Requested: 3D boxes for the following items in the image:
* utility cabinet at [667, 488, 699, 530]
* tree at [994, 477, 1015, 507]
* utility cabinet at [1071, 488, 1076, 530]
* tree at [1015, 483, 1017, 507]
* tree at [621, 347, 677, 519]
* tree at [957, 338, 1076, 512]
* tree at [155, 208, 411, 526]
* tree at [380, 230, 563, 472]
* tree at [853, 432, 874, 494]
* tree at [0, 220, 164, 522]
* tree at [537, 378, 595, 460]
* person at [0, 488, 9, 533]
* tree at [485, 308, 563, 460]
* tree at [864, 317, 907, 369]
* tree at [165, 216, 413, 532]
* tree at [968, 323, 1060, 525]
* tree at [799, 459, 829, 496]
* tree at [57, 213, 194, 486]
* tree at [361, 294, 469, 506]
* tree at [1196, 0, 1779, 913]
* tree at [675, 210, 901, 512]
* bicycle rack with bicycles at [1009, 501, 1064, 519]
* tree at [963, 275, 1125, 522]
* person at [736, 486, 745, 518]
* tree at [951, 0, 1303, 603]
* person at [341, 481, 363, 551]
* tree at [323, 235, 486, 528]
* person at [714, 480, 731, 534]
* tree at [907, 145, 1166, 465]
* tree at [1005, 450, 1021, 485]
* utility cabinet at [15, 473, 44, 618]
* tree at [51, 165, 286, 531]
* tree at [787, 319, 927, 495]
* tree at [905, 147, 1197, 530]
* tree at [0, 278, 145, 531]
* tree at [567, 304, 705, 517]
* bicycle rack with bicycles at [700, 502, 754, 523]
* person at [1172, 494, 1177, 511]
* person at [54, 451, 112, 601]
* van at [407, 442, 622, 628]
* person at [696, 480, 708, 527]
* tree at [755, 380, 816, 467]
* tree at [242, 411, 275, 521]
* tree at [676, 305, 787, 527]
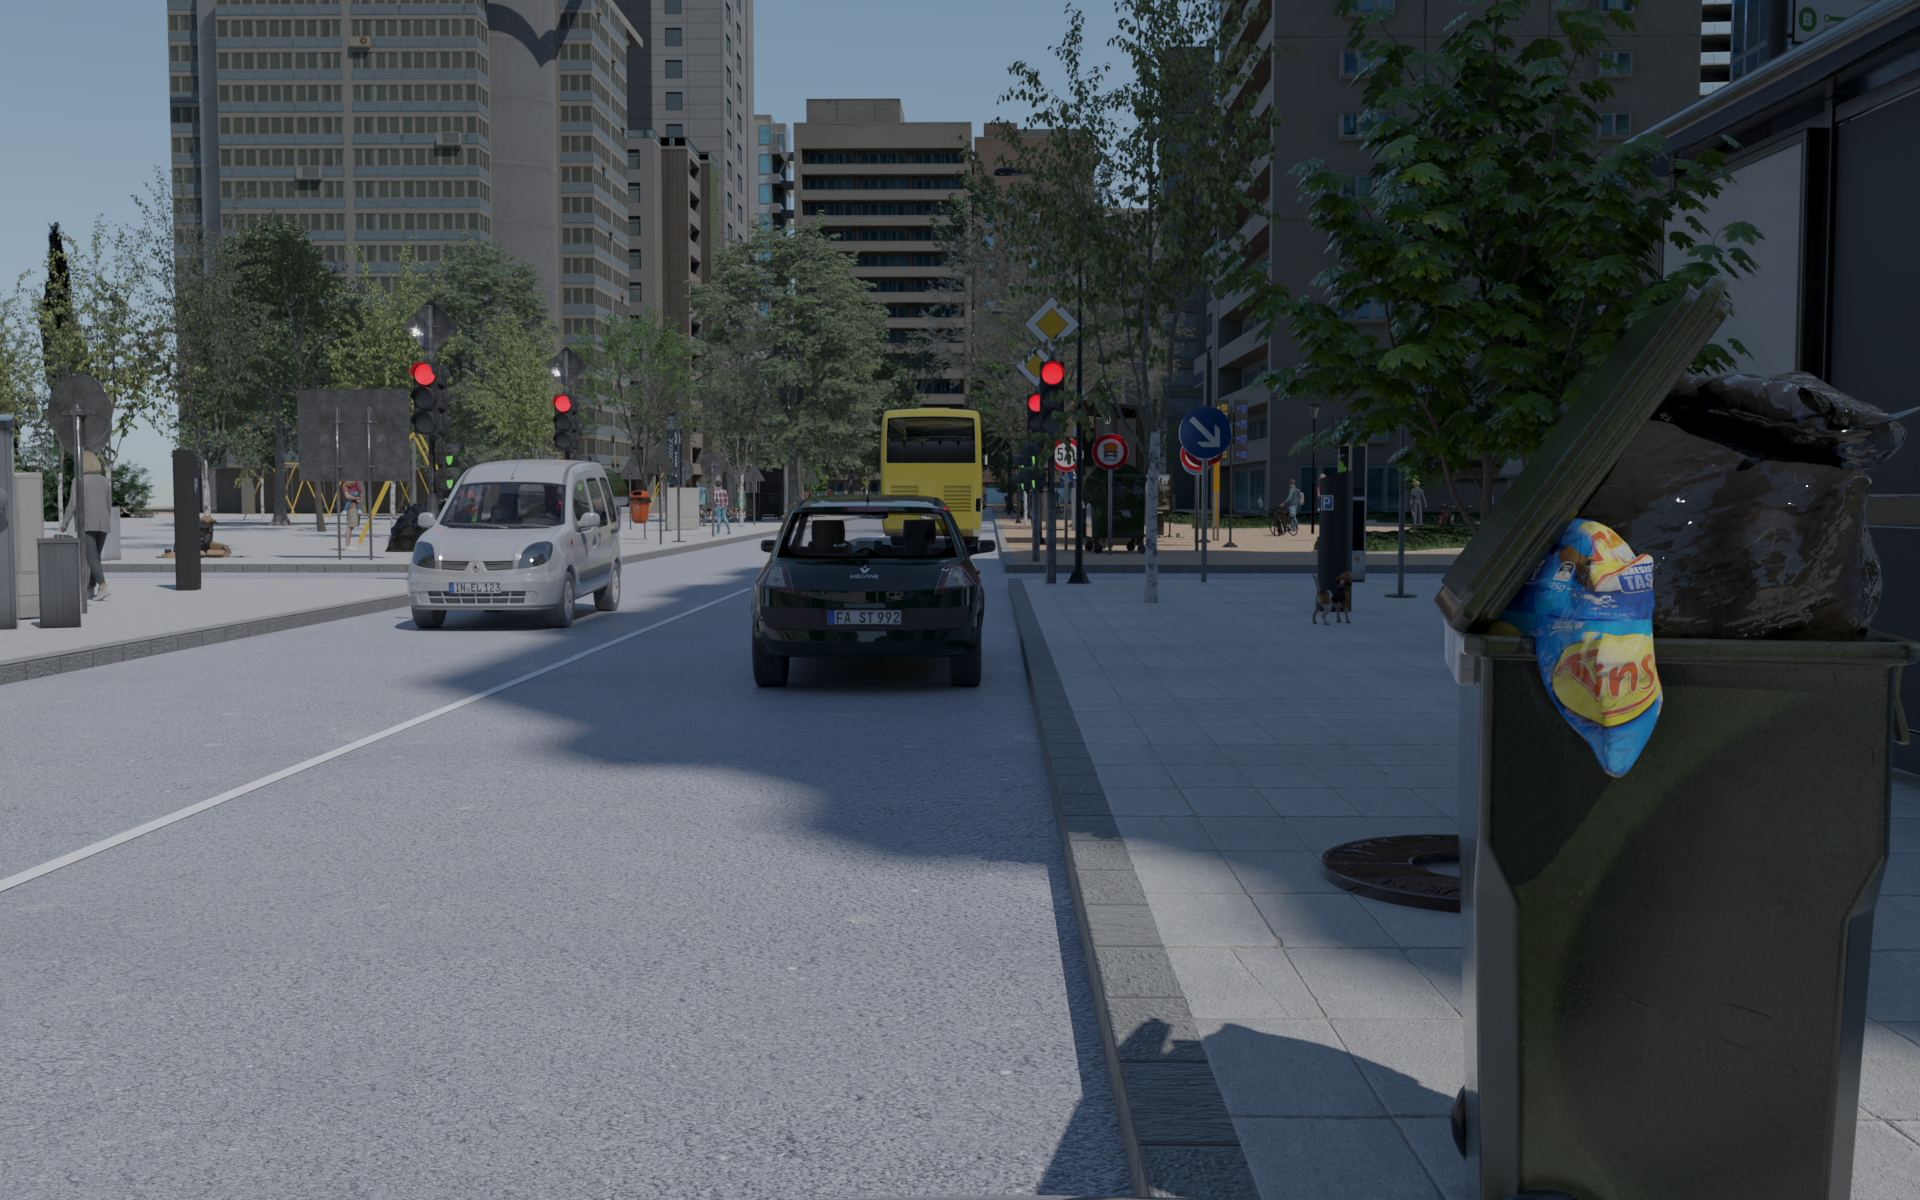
[{"bbox_3d":[-9.880,-3.234,61.559,1.173,1.500,0.318,-2,4,-25],"label":"utility cabinet"},{"bbox_3d":[4.177,-10.652,168.753,1.663,3.219,1.824,0,3,0],"label":"tree"},{"bbox_3d":[4.434,-3.168,60.473,1.173,1.500,0.318,-2,4,-35],"label":"utility cabinet"},{"bbox_3d":[5.342,-11.022,174.808,1.663,3.219,1.824,0,3,0],"label":"tree"},{"bbox_3d":[-14.918,-8.395,87.617,4.360,8.622,3.978,0,3,0],"label":"tree"},{"bbox_3d":[3.550,-12.501,121.392,9.611,12.733,9.660,0,3,0],"label":"tree"},{"bbox_3d":[-27.485,-9.351,69.900,9.611,12.733,9.660,0,3,0],"label":"tree"},{"bbox_3d":[-24.076,-10.941,85.534,9.857,13.997,8.962,0,3,0],"label":"tree"},{"bbox_3d":[-7.046,-10.769,126.429,4.737,8.622,4.395,0,3,0],"label":"tree"},{"bbox_3d":[-46.895,-11.242,85.633,13.155,14.587,18.604,-2,4,-23],"label":"tree"},{"bbox_3d":[-23.814,-9.414,104.281,4.360,8.622,3.978,0,3,0],"label":"tree"},{"bbox_3d":[-6.099,-0.112,10.515,0.592,1.802,0.473,-2,4,-26],"label":"person"},{"bbox_3d":[-17.230,-7.201,68.103,4.737,8.622,4.395,0,3,0],"label":"tree"},{"bbox_3d":[-7.532,-20.096,184.462,12.611,20.169,13.585,0,3,0],"label":"tree"},{"bbox_3d":[-22.016,-7.600,58.673,7.601,10.594,8.767,1,4,18],"label":"tree"},{"bbox_3d":[2.492,-7.399,71.331,4.360,8.622,3.978,0,3,0],"label":"tree"},{"bbox_3d":[-7.939,-6.235,96.543,1.663,3.219,1.824,0,3,0],"label":"tree"},{"bbox_3d":[-22.723,-5.880,46.493,4.737,8.622,4.395,0,3,0],"label":"tree"},{"bbox_3d":[-31.730,-11.042,98.668,7.486,12.596,7.792,0,3,0],"label":"tree"},{"bbox_3d":[1.597,-0.676,5.648,1.663,3.219,1.824,0,3,0],"label":"tree"},{"bbox_3d":[-7.547,-10.414,76.930,9.857,13.997,8.962,0,3,0],"label":"tree"},{"bbox_3d":[4.426,-4.773,91.419,2.925,0.926,2.852,2,4,33],"label":"bicycle rack with bicycles"},{"bbox_3d":[3.959,-9.442,80.130,9.928,11.665,9.643,0,3,0],"label":"tree"},{"bbox_3d":[-11.821,-5.340,93.601,0.600,1.795,0.529,-2,4,-30],"label":"person"},{"bbox_3d":[2.179,-4.287,20.456,4.737,8.622,4.395,0,3,0],"label":"tree"},{"bbox_3d":[-13.767,-2.029,39.198,0.580,1.828,0.573,3,4,37],"label":"person"},{"bbox_3d":[-16.344,-6.076,49.712,4.737,8.622,4.395,0,3,0],"label":"tree"},{"bbox_3d":[-7.602,-2.944,55.021,0.563,1.720,0.643,-3,5,-41],"label":"person"},{"bbox_3d":[5.424,-14.465,92.394,12.611,20.169,13.585,0,3,0],"label":"tree"},{"bbox_3d":[5.179,-12.804,143.761,7.601,10.594,8.767,-1,4,-13],"label":"tree"},{"bbox_3d":[-10.004,-0.567,17.949,1.173,1.500,0.318,2,4,28],"label":"utility cabinet"},{"bbox_3d":[-17.099,-5.415,38.891,4.360,8.622,3.978,0,3,0],"label":"tree"},{"bbox_3d":[-6.844,-11.698,108.264,9.611,12.733,9.660,0,3,0],"label":"tree"},{"bbox_3d":[3.259,-9.237,61.389,12.009,13.543,11.850,0,3,0],"label":"tree"},{"bbox_3d":[-31.409,-6.694,59.813,4.360,8.622,3.978,0,3,0],"label":"tree"},{"bbox_3d":[-17.723,-10.434,96.356,9.928,11.665,9.643,0,3,0],"label":"tree"},{"bbox_3d":[-10.516,-3.848,76.304,2.925,0.926,2.852,-3,4,-39],"label":"bicycle rack with bicycles"},{"bbox_3d":[13.357,-5.978,108.052,0.640,1.303,0.475,-1,4,-19],"label":"person"},{"bbox_3d":[-10.518,-0.894,20.843,0.728,1.800,0.709,2,4,31],"label":"person"},{"bbox_3d":[-5.014,-0.785,19.842,2.013,2.044,4.112,0,4,0],"label":"van"},{"bbox_3d":[-10.287,-3.832,68.564,0.638,1.841,0.748,-1,4,-9],"label":"person"},{"bbox_3d":[-10.279,-9.165,100.215,4.737,8.622,4.395,0,3,0],"label":"tree"},{"bbox_3d":[-33.271,-8.040,81.811,4.737,8.622,4.395,0,3,0],"label":"tree"},{"bbox_3d":[-8.595,-7.156,67.359,4.360,8.622,3.978,0,3,0],"label":"tree"}]
